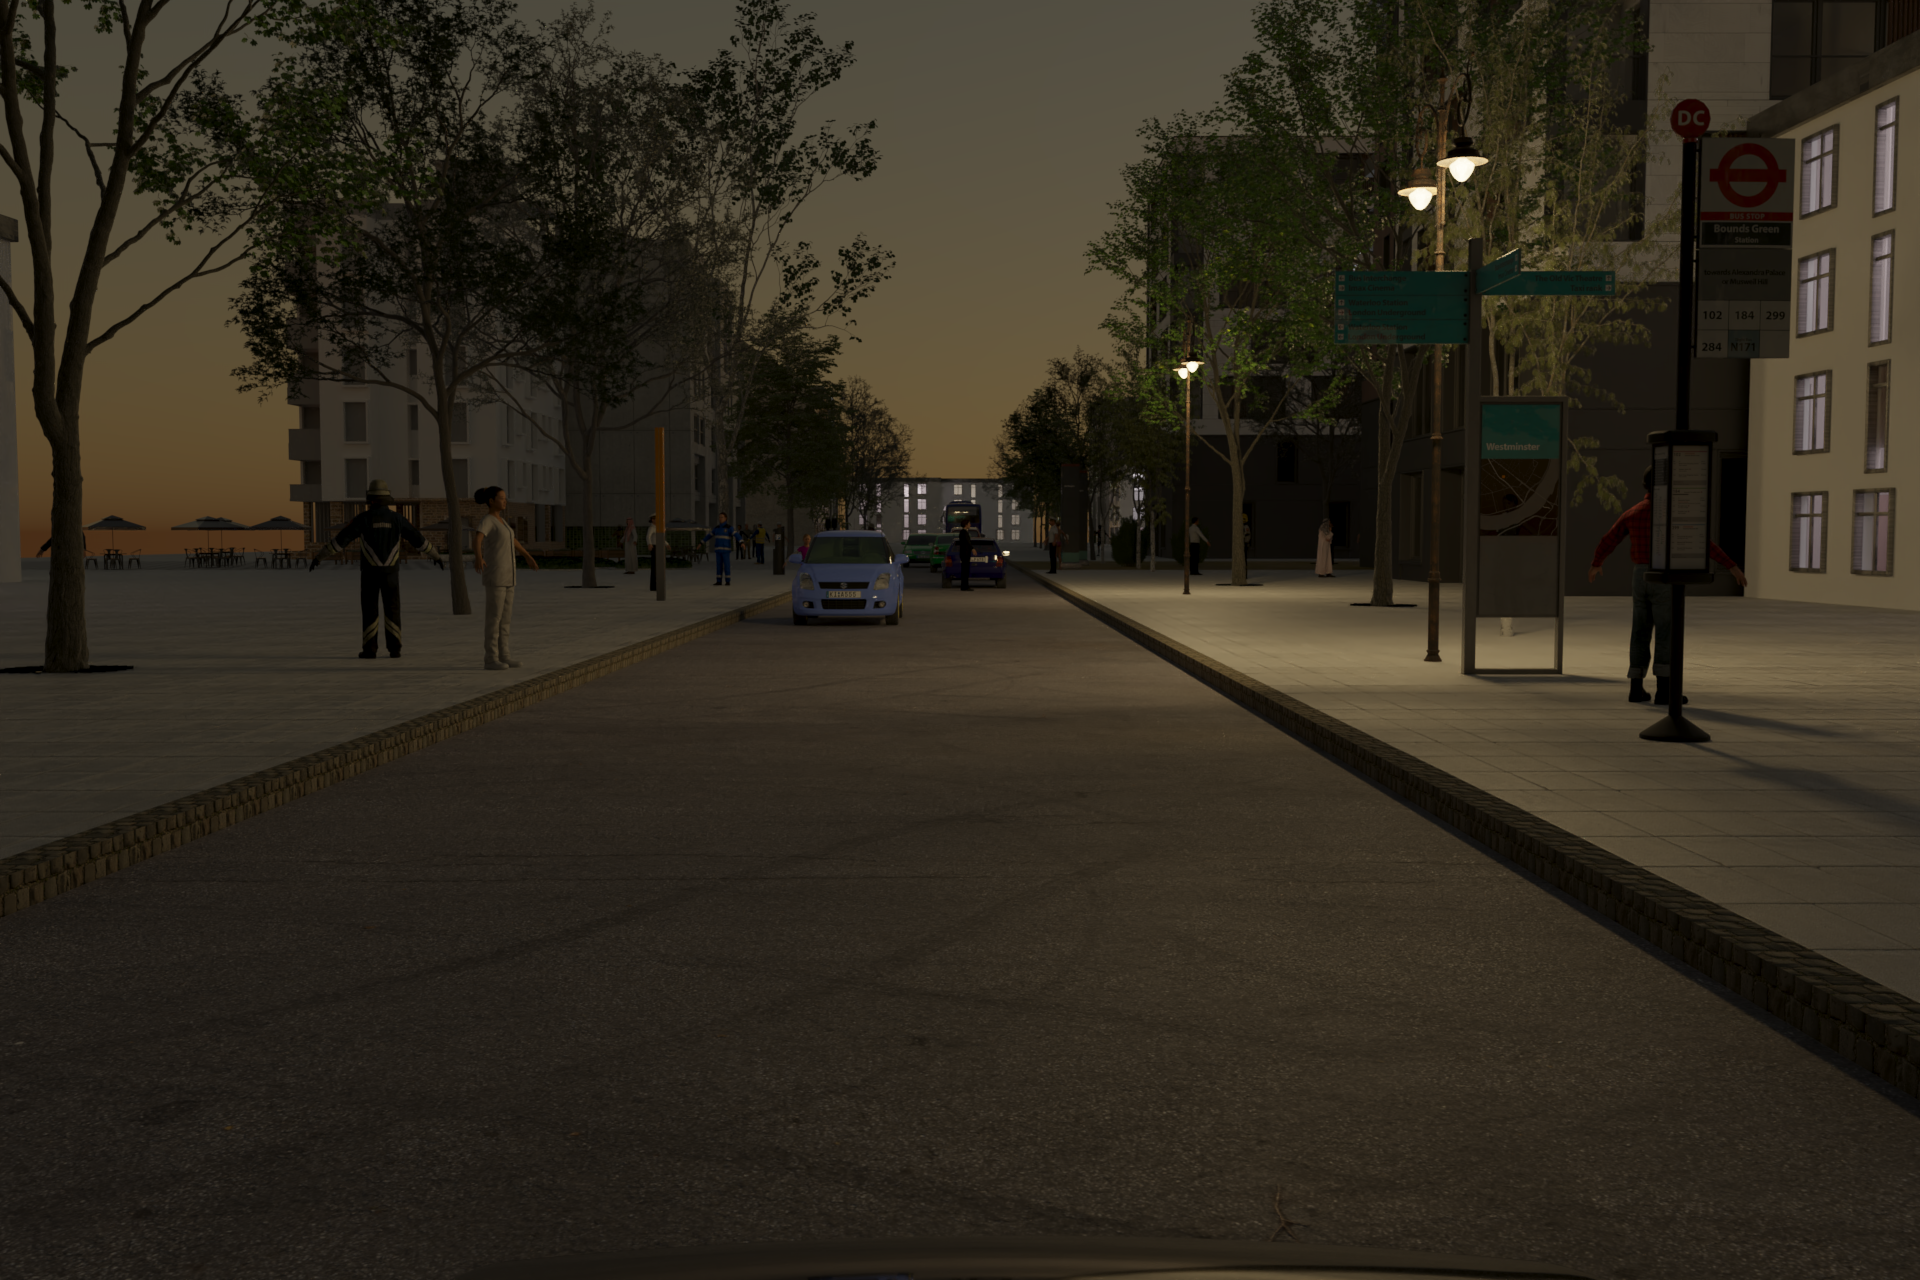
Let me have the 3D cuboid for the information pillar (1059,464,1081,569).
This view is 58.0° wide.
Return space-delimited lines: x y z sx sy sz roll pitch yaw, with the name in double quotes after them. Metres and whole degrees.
4.086 -4.576 64.201 0.750 3.857 0.750 0 4 -1 "information pillar"

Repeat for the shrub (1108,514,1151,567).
6.685 -3.928 68.258 1.661 2.075 1.752 0 3 0 "shrub"

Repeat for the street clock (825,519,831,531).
-6.178 -4.684 81.155 0.358 2.002 0.471 0 4 1 "street clock"

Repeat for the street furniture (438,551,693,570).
-15.062 -3.010 64.847 10.072 0.657 5.734 3 4 39 "street furniture"

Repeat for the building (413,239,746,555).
-24.892 -15.493 119.766 16.747 18.905 31.486 0 4 -1 "building"

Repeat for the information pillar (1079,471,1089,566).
4.890 -4.986 70.897 0.750 3.857 0.750 0 4 0 "information pillar"

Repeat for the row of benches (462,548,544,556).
-20.166 -3.701 75.967 4.104 0.672 1.422 -1 4 -13 "row of benches"

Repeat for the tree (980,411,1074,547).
7.257 -15.677 166.681 12.009 13.543 11.850 0 3 0 "tree"

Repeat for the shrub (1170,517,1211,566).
9.188 -3.956 69.098 1.690 2.028 1.600 0 3 0 "shrub"

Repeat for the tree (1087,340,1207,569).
6.882 -6.962 64.199 4.737 8.622 4.395 0 3 0 "tree"

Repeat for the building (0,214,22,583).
-25.901 -5.523 32.445 9.099 9.664 28.070 0 3 0 "building"

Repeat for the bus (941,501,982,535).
0.102 -8.292 127.124 2.896 3.916 12.251 0 4 -1 "bus"

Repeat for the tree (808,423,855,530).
-8.274 -9.607 107.438 4.737 8.622 4.395 0 3 0 "tree"

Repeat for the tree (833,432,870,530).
-8.765 -10.499 122.026 4.360 8.622 3.978 0 3 0 "tree"

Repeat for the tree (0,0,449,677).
-8.222 -5.501 15.691 9.928 11.665 9.643 0 3 0 "tree"

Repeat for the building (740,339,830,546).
-24.864 -22.319 195.847 19.493 23.208 18.063 0 4 0 "building"

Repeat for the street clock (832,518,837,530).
-5.610 -4.453 77.370 0.358 2.002 0.471 0 4 -1 "street clock"

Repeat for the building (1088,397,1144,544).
26.658 -22.323 231.436 16.747 18.905 31.486 0 4 0 "building"

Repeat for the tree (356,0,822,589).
-8.883 -7.970 40.675 12.009 13.543 11.850 0 3 0 "tree"

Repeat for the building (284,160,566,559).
-28.185 -14.221 88.940 16.016 20.090 11.380 0 3 0 "building"

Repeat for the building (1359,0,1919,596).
26.249 -12.677 51.243 27.936 21.610 32.646 0 3 0 "building"

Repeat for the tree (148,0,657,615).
-8.280 -5.682 27.311 7.601 10.594 8.767 0 4 1 "tree"

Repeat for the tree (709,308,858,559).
-8.832 -10.386 87.932 7.486 12.596 7.792 0 3 0 "tree"

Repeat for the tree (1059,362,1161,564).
5.999 -7.634 75.178 4.360 8.622 3.978 0 3 0 "tree"

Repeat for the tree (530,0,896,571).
-7.991 -12.340 57.654 12.611 20.169 13.585 0 3 0 "tree"

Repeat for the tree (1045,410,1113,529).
6.380 -9.132 99.675 4.360 8.622 3.978 0 3 0 "tree"

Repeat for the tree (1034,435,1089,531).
7.305 -10.618 123.969 4.737 8.622 4.395 0 3 0 "tree"

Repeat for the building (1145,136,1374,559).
25.007 -15.991 105.435 27.936 21.610 32.646 0 4 0 "building"

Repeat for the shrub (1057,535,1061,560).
4.998 -4.576 79.233 1.690 2.028 1.600 0 3 0 "shrub"

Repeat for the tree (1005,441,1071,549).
7.444 -13.364 152.906 7.601 10.594 8.767 -2 4 -32 "tree"

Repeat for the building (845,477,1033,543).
-3.017 -19.091 256.746 28.070 9.664 9.099 0 4 -2 "building"

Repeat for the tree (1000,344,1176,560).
6.454 -9.195 84.756 8.767 10.594 7.601 -1 4 -13 "tree"

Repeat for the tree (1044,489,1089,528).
16.248 -20.736 257.164 7.486 12.596 7.792 0 3 0 "tree"

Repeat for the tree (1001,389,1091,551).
6.819 -13.254 134.836 7.486 12.596 7.792 0 3 0 "tree"

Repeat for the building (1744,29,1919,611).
20.501 -4.839 21.261 9.099 9.664 28.070 0 4 0 "building"

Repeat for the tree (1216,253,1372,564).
15.676 -9.988 73.670 12.009 13.543 11.850 0 3 0 "tree"

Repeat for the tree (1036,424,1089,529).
6.832 -10.057 114.790 4.737 8.622 4.395 0 3 0 "tree"

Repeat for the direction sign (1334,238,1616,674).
4.653 -1.617 15.195 2.525 3.948 1.411 0 4 0 "direction sign"

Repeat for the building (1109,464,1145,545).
22.355 -15.416 194.201 9.099 9.664 28.070 0 3 0 "building"

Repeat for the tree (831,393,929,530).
-8.336 -14.697 150.669 12.009 13.543 11.850 0 3 0 "tree"

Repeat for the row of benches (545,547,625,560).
-16.973 -3.893 79.107 4.104 0.672 1.422 -3 5 -44 "row of benches"

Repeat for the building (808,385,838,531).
-24.766 -21.707 221.359 16.747 18.905 31.486 0 4 -1 "building"

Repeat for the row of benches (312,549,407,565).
-25.451 -3.535 73.257 4.104 0.672 1.422 -3 5 -44 "row of benches"
